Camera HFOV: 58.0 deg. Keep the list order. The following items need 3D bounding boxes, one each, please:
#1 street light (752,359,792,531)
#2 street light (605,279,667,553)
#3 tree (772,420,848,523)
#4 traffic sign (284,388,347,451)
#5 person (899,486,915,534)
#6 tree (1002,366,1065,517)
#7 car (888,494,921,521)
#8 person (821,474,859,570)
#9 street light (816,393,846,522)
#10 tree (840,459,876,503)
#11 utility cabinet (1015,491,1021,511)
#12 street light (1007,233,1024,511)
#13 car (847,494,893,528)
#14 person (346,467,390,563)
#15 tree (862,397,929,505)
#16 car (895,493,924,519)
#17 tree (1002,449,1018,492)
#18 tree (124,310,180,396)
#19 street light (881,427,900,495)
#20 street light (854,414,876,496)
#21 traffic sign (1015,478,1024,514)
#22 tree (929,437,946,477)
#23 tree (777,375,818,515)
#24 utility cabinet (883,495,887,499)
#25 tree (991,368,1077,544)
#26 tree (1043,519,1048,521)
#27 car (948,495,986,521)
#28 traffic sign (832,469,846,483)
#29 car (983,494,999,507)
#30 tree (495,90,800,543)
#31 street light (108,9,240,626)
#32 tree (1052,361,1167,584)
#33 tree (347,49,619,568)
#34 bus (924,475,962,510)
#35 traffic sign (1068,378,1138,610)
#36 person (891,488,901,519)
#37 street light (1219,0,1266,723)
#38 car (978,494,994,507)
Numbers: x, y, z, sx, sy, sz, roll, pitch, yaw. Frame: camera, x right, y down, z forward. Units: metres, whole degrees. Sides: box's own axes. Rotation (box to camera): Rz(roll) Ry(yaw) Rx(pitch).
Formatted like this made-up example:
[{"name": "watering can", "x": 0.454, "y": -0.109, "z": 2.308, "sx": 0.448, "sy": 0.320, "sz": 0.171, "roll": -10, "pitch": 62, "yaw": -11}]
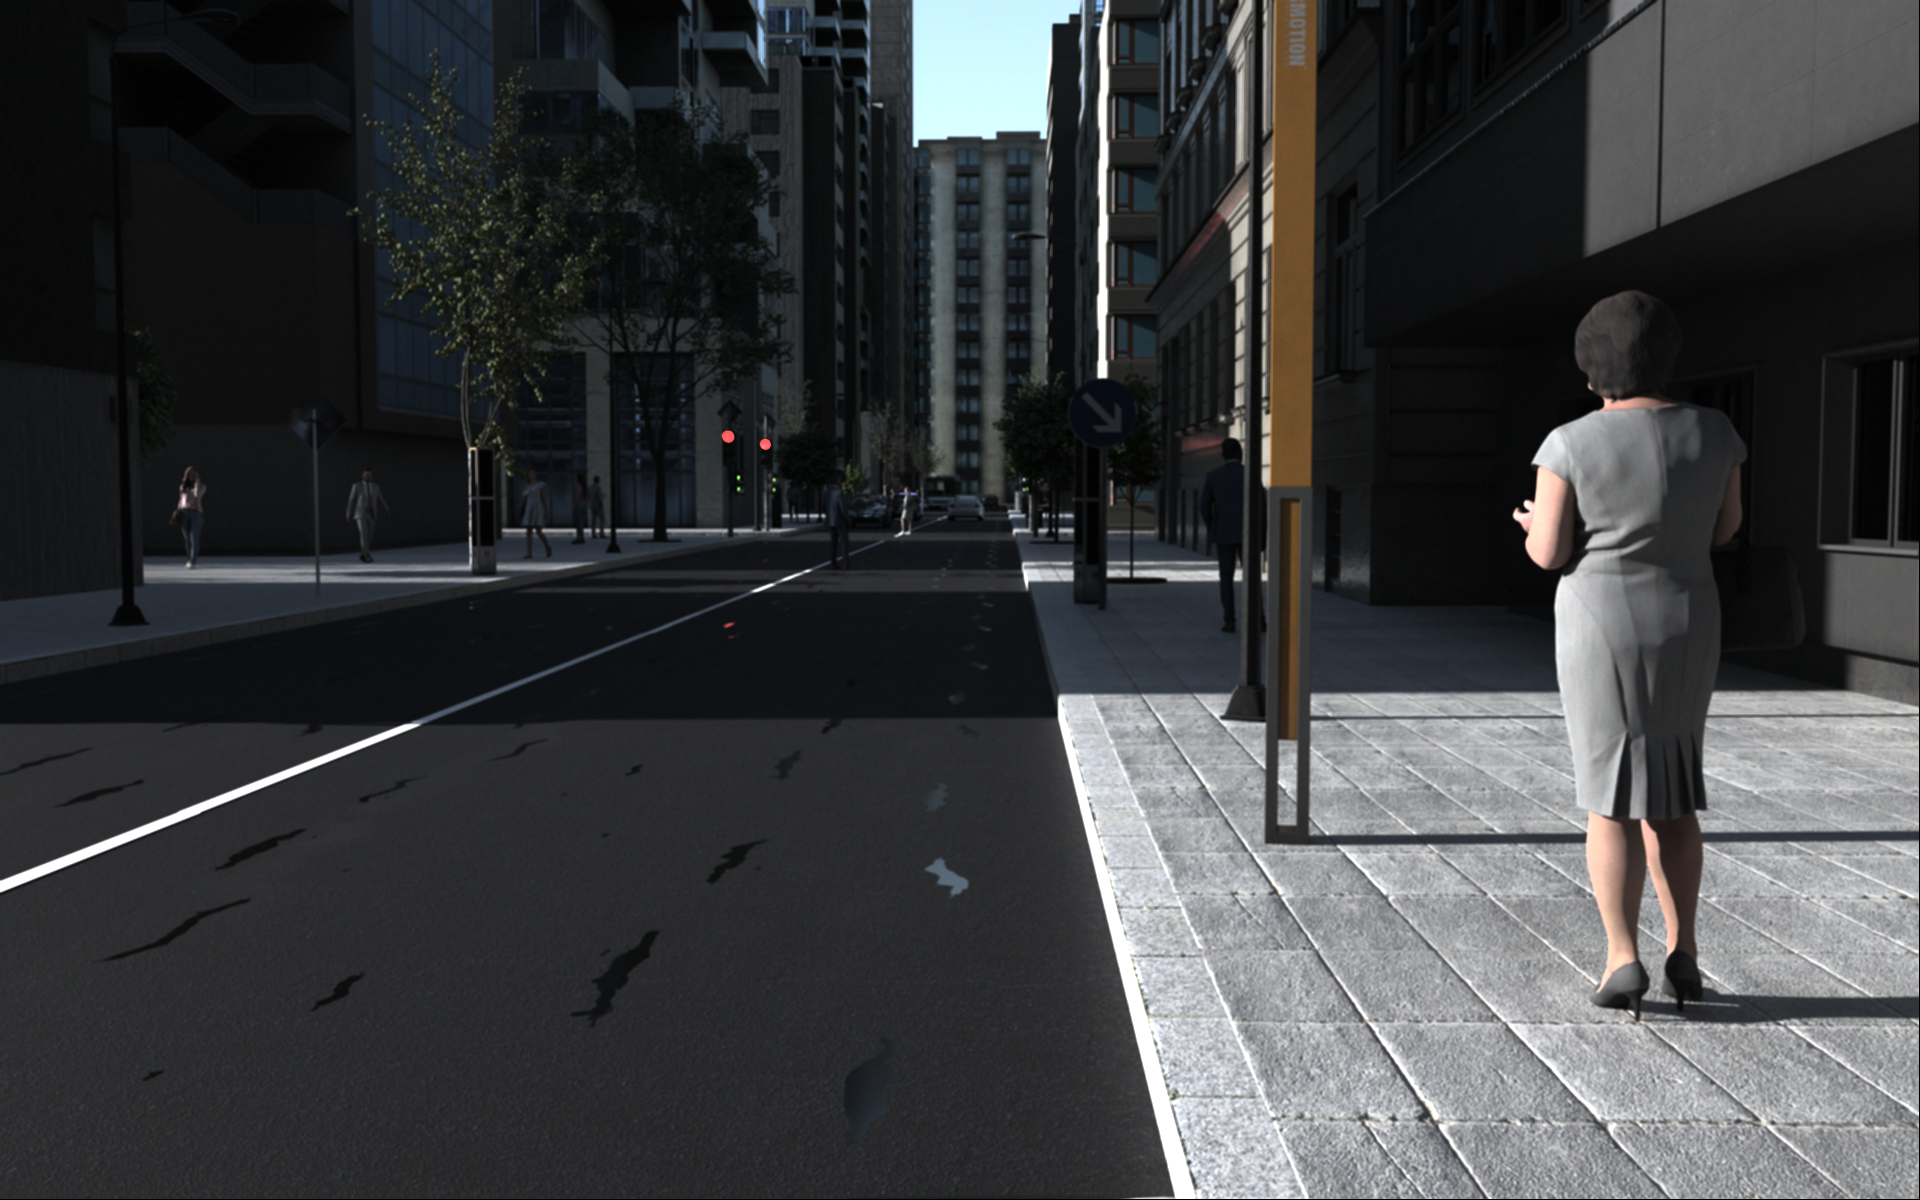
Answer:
[{"name": "street light", "x": -6.482, "y": -5.335, "z": 59.760, "sx": 1.470, "sy": 5.913, "sz": 1.316, "roll": 0, "pitch": 4, "yaw": 1}, {"name": "street light", "x": -7.026, "y": -3.981, "z": 37.628, "sx": 1.470, "sy": 5.913, "sz": 1.316, "roll": 0, "pitch": 4, "yaw": 1}, {"name": "tree", "x": -6.656, "y": -5.687, "z": 76.692, "sx": 4.285, "sy": 4.588, "sz": 4.351, "roll": 0, "pitch": 3, "yaw": 0}, {"name": "traffic sign", "x": -7.987, "y": -1.329, "z": 21.465, "sx": 0.795, "sy": 2.593, "sz": 0.064, "roll": 0, "pitch": 4, "yaw": 3}, {"name": "person", "x": -1.843, "y": -3.175, "z": 61.418, "sx": 0.522, "sy": 1.701, "sz": 0.512, "roll": 2, "pitch": 4, "yaw": 28}, {"name": "tree", "x": 4.726, "y": -9.013, "z": 97.730, "sx": 4.737, "sy": 8.622, "sz": 4.395, "roll": 0, "pitch": 3, "yaw": 0}, {"name": "car", "x": -3.050, "y": -5.084, "z": 92.903, "sx": 2.009, "sy": 1.686, "sz": 4.222, "roll": 0, "pitch": 4, "yaw": 3}, {"name": "person", "x": -2.300, "y": -1.470, "z": 32.712, "sx": 0.721, "sy": 1.800, "sz": 0.419, "roll": 2, "pitch": 4, "yaw": 34}, {"name": "street light", "x": -5.933, "y": -6.567, "z": 79.919, "sx": 1.470, "sy": 5.913, "sz": 1.316, "roll": 0, "pitch": 4, "yaw": 1}, {"name": "tree", "x": -6.116, "y": -6.655, "z": 103.411, "sx": 1.663, "sy": 3.219, "sz": 1.824, "roll": 0, "pitch": 3, "yaw": 0}, {"name": "utility cabinet", "x": 4.485, "y": -7.620, "z": 133.258, "sx": 0.318, "sy": 1.500, "sz": 1.173, "roll": 1, "pitch": 4, "yaw": 12}, {"name": "street light", "x": 1.633, "y": -3.572, "z": 30.945, "sx": 1.470, "sy": 5.913, "sz": 1.316, "roll": 0, "pitch": 4, "yaw": 1}, {"name": "car", "x": -3.897, "y": -3.808, "z": 74.065, "sx": 2.131, "sy": 1.459, "sz": 4.920, "roll": 0, "pitch": 4, "yaw": 0}, {"name": "person", "x": -11.078, "y": -1.592, "z": 32.345, "sx": 0.678, "sy": 1.792, "sz": 0.850, "roll": -3, "pitch": 5, "yaw": -42}, {"name": "tree", "x": -5.480, "y": -11.033, "z": 130.746, "sx": 4.360, "sy": 8.622, "sz": 3.978, "roll": 0, "pitch": 3, "yaw": 0}, {"name": "car", "x": -3.046, "y": -5.625, "z": 101.560, "sx": 1.945, "sy": 1.707, "sz": 3.694, "roll": 0, "pitch": 4, "yaw": 0}, {"name": "tree", "x": 6.576, "y": -15.265, "z": 199.944, "sx": 4.360, "sy": 8.622, "sz": 3.978, "roll": 0, "pitch": 3, "yaw": 0}, {"name": "tree", "x": -14.046, "y": -2.679, "z": 27.524, "sx": 4.285, "sy": 4.588, "sz": 4.351, "roll": 0, "pitch": 3, "yaw": 0}, {"name": "street light", "x": -4.877, "y": -9.033, "z": 120.238, "sx": 1.470, "sy": 5.913, "sz": 1.316, "roll": 0, "pitch": 4, "yaw": 1}, {"name": "street light", "x": -5.564, "y": -7.801, "z": 100.082, "sx": 1.470, "sy": 5.913, "sz": 1.316, "roll": 0, "pitch": 4, "yaw": 1}, {"name": "traffic sign", "x": 3.891, "y": -6.704, "z": 109.719, "sx": 0.768, "sy": 2.556, "sz": 0.104, "roll": 0, "pitch": 4, "yaw": 5}, {"name": "tree", "x": -3.825, "y": -14.284, "z": 183.899, "sx": 4.360, "sy": 8.622, "sz": 3.978, "roll": 0, "pitch": 3, "yaw": 0}, {"name": "tree", "x": -10.280, "y": -9.462, "z": 105.065, "sx": 4.360, "sy": 8.622, "sz": 3.978, "roll": 0, "pitch": 3, "yaw": 0}, {"name": "utility cabinet", "x": -5.583, "y": -7.050, "z": 126.433, "sx": 0.306, "sy": 1.237, "sz": 1.020, "roll": 1, "pitch": 4, "yaw": 11}, {"name": "tree", "x": 2.447, "y": -3.755, "z": 45.112, "sx": 4.285, "sy": 4.588, "sz": 4.351, "roll": 0, "pitch": 3, "yaw": 0}, {"name": "tree", "x": 4.044, "y": -4.550, "z": 69.001, "sx": 1.663, "sy": 3.219, "sz": 1.824, "roll": 0, "pitch": 3, "yaw": 0}, {"name": "car", "x": 0.339, "y": -4.980, "z": 93.791, "sx": 2.083, "sy": 1.381, "sz": 4.827, "roll": 0, "pitch": 4, "yaw": 2}, {"name": "traffic sign", "x": -6.205, "y": -5.403, "z": 88.442, "sx": 0.768, "sy": 2.556, "sz": 0.104, "roll": 1, "pitch": 4, "yaw": 10}, {"name": "car", "x": 3.412, "y": -11.168, "z": 194.591, "sx": 2.014, "sy": 1.417, "sz": 4.499, "roll": 0, "pitch": 4, "yaw": 0}, {"name": "tree", "x": -8.102, "y": -7.351, "z": 45.948, "sx": 9.928, "sy": 11.665, "sz": 9.643, "roll": 0, "pitch": 3, "yaw": 0}, {"name": "street light", "x": -7.606, "y": -2.706, "z": 16.777, "sx": 1.470, "sy": 5.913, "sz": 1.316, "roll": 0, "pitch": 4, "yaw": 1}, {"name": "tree", "x": 2.563, "y": -1.877, "z": 25.285, "sx": 1.663, "sy": 3.219, "sz": 1.824, "roll": 0, "pitch": 3, "yaw": 0}, {"name": "tree", "x": -8.155, "y": -4.854, "z": 29.723, "sx": 4.737, "sy": 8.622, "sz": 4.395, "roll": 0, "pitch": 3, "yaw": 0}, {"name": "bus", "x": -1.463, "y": -10.225, "z": 162.046, "sx": 2.948, "sy": 3.499, "sz": 13.247, "roll": 0, "pitch": 4, "yaw": 3}, {"name": "traffic sign", "x": 1.575, "y": -1.164, "z": 19.138, "sx": 0.768, "sy": 2.556, "sz": 0.104, "roll": 1, "pitch": 4, "yaw": 10}, {"name": "person", "x": -3.741, "y": -5.528, "z": 99.238, "sx": 0.721, "sy": 1.781, "sz": 0.623, "roll": -3, "pitch": 5, "yaw": -43}, {"name": "street light", "x": 1.119, "y": -2.275, "z": 9.738, "sx": 1.470, "sy": 5.913, "sz": 1.316, "roll": 0, "pitch": 4, "yaw": 1}, {"name": "car", "x": 2.574, "y": -10.707, "z": 186.854, "sx": 2.131, "sy": 1.459, "sz": 4.920, "roll": 0, "pitch": 4, "yaw": 1}]
